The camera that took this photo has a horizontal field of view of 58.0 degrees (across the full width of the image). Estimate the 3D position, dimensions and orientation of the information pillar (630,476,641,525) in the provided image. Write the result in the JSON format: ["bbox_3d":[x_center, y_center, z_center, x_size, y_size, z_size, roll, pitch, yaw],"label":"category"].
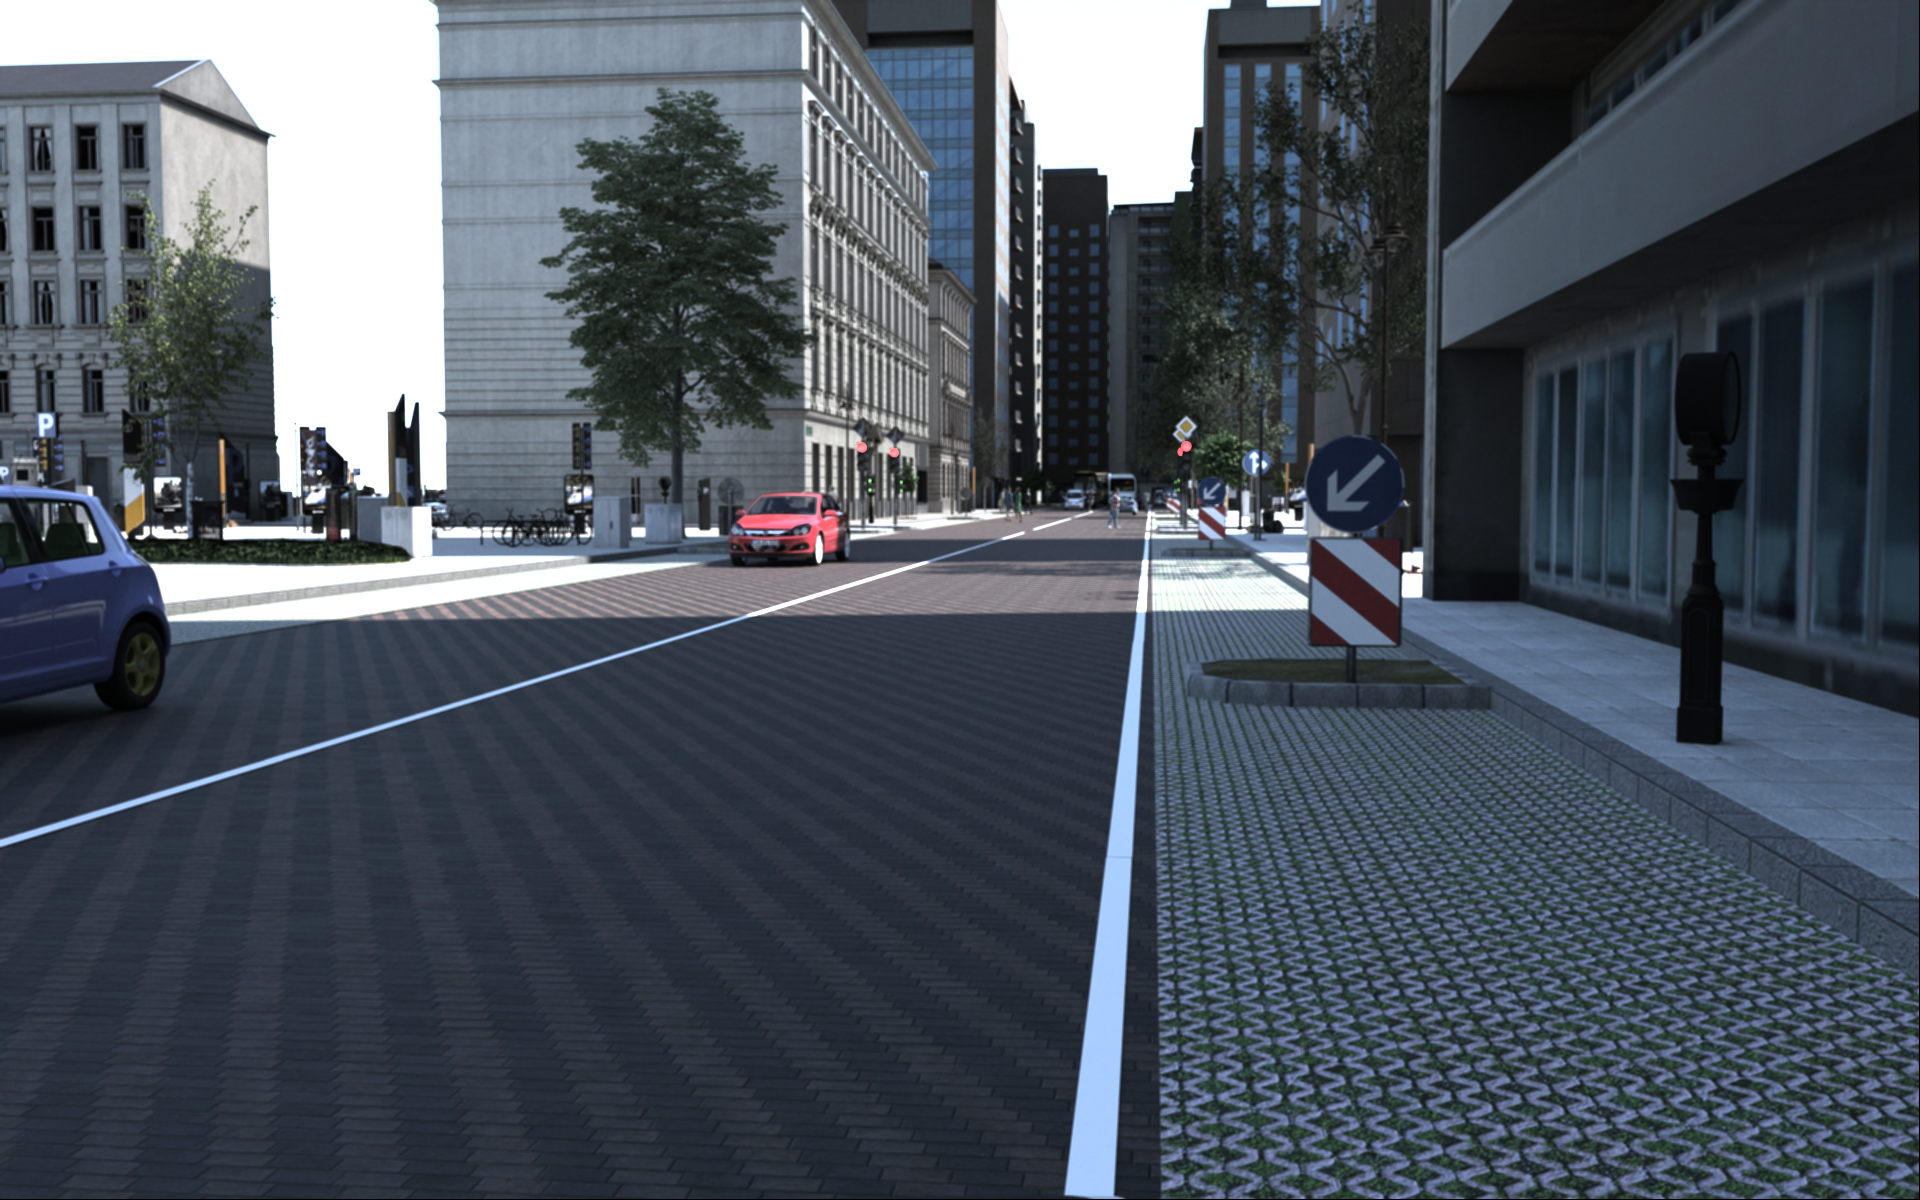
[{"bbox_3d":[-13.554,-4.149,72.328,0.304,2.012,0.304,1,4,20],"label":"information pillar"}]

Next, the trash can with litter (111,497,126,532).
[{"bbox_3d":[-28.236,-2.899,58.790,1.055,1.170,0.624,1,4,12],"label":"trash can with litter"}]

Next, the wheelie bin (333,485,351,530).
[{"bbox_3d":[-22.382,-3.355,62.760,0.980,1.594,0.693,0,4,8],"label":"wheelie bin"}]

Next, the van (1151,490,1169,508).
[{"bbox_3d":[20.875,-10.561,179.681,2.013,2.044,4.112,0,4,5],"label":"van"}]

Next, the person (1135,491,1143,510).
[{"bbox_3d":[15.893,-8.799,153.046,1.217,1.739,0.721,-2,4,-32],"label":"person"}]

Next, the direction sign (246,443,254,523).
[{"bbox_3d":[-31.574,-5.190,76.854,0.379,3.537,0.876,-2,4,-26],"label":"direction sign"}]

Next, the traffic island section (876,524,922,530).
[{"bbox_3d":[-2.682,-3.002,71.368,2.009,0.180,2.903,0,4,6],"label":"traffic island section"}]

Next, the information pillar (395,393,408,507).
[{"bbox_3d":[-12.883,-2.973,39.958,0.183,3.616,0.504,0,4,3],"label":"information pillar"}]

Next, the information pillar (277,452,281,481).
[{"bbox_3d":[-35.167,-5.989,89.281,0.504,3.616,0.183,3,5,40],"label":"information pillar"}]

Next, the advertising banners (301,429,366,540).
[{"bbox_3d":[-16.836,-3.079,46.533,2.074,3.025,0.090,1,4,20],"label":"advertising banners"}]

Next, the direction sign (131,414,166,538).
[{"bbox_3d":[-23.124,-3.511,49.400,0.876,3.537,0.379,-2,4,-32],"label":"direction sign"}]

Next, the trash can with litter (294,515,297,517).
[{"bbox_3d":[-37.896,-5.271,97.246,2.233,1.210,1.678,0,4,6],"label":"trash can with litter"}]

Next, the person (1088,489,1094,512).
[{"bbox_3d":[10.549,-8.020,139.597,0.573,1.828,0.580,-1,4,-16],"label":"person"}]

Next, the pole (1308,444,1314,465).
[{"bbox_3d":[14.234,-4.676,70.292,0.158,3.312,0.155,0,3,0],"label":"pole"}]

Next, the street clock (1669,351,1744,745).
[{"bbox_3d":[3.830,-0.265,8.910,0.358,2.002,0.471,2,4,35],"label":"street clock"}]

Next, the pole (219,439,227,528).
[{"bbox_3d":[-27.569,-4.336,64.744,0.158,3.312,0.155,0,3,0],"label":"pole"}]

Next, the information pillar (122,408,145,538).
[{"bbox_3d":[-22.480,-3.408,47.082,0.504,3.616,0.183,-1,4,-12],"label":"information pillar"}]

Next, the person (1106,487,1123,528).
[{"bbox_3d":[6.514,-3.889,72.930,0.643,1.720,0.563,1,4,17],"label":"person"}]

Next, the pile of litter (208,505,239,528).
[{"bbox_3d":[-28.095,-3.196,66.215,1.176,0.858,1.719,1,4,12],"label":"pile of litter"}]

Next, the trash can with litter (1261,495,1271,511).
[{"bbox_3d":[24.145,-7.532,134.208,1.678,1.210,2.233,-3,5,-39],"label":"trash can with litter"}]

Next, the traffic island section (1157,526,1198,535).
[{"bbox_3d":[8.112,-2.438,62.142,2.009,0.180,2.903,0,4,6],"label":"traffic island section"}]

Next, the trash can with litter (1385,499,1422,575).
[{"bbox_3d":[7.366,-1.015,27.645,2.233,1.210,1.678,1,4,16],"label":"trash can with litter"}]

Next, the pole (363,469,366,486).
[{"bbox_3d":[-47.997,-8.921,139.708,0.158,3.312,0.155,0,3,0],"label":"pole"}]

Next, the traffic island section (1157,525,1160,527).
[{"bbox_3d":[8.988,-2.923,70.079,2.009,0.180,2.903,0,4,6],"label":"traffic island section"}]

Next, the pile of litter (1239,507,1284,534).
[{"bbox_3d":[9.883,-2.611,56.649,1.719,0.858,1.176,-1,4,-17],"label":"pile of litter"}]

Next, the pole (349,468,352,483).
[{"bbox_3d":[-47.773,-8.678,135.721,0.158,3.312,0.155,0,3,0],"label":"pole"}]

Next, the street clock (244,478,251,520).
[{"bbox_3d":[-33.059,-4.630,80.273,0.358,2.002,0.471,0,4,4],"label":"street clock"}]

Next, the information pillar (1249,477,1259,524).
[{"bbox_3d":[12.711,-4.305,74.882,0.304,2.012,0.304,-1,4,-11],"label":"information pillar"}]

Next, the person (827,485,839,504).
[{"bbox_3d":[-4.987,-3.532,66.643,0.834,1.777,0.661,3,4,36],"label":"person"}]

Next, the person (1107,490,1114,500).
[{"bbox_3d":[13.759,-8.995,155.559,0.705,1.826,1.348,-3,4,-37],"label":"person"}]

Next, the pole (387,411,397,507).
[{"bbox_3d":[-13.921,-2.974,42.474,0.158,3.312,0.155,0,3,0],"label":"pole"}]

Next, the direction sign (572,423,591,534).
[{"bbox_3d":[-12.028,-3.863,55.156,0.876,3.537,0.379,3,4,38],"label":"direction sign"}]

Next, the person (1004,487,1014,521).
[{"bbox_3d":[2.533,-5.095,91.834,0.581,1.822,0.654,3,5,44],"label":"person"}]

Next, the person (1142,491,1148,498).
[{"bbox_3d":[23.139,-12.628,214.972,1.348,1.824,0.705,-3,5,-41],"label":"person"}]

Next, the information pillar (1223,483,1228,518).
[{"bbox_3d":[14.406,-6.283,94.078,0.183,3.616,0.504,-1,4,-21],"label":"information pillar"}]

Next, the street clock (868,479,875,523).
[{"bbox_3d":[-3.893,-4.366,75.960,0.358,2.002,0.471,0,4,8],"label":"street clock"}]

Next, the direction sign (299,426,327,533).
[{"bbox_3d":[-21.565,-4.025,57.805,0.876,3.537,0.379,-2,4,-33],"label":"direction sign"}]

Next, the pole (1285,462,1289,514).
[{"bbox_3d":[21.042,-7.194,111.458,0.158,3.312,0.155,0,3,0],"label":"pole"}]

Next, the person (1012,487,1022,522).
[{"bbox_3d":[2.970,-4.849,88.029,0.529,1.795,0.600,-2,4,-26],"label":"person"}]

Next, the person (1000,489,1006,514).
[{"bbox_3d":[3.000,-6.872,120.960,0.391,1.810,0.635,-2,4,-29],"label":"person"}]

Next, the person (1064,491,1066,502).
[{"bbox_3d":[12.663,-12.231,208.488,1.348,1.823,0.705,3,4,39],"label":"person"}]

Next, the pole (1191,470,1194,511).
[{"bbox_3d":[17.895,-8.540,133.477,0.158,3.312,0.155,0,3,0],"label":"pole"}]

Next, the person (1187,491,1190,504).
[{"bbox_3d":[29.667,-13.302,225.624,0.705,1.869,1.348,3,5,43],"label":"person"}]

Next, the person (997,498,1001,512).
[{"bbox_3d":[2.866,-6.854,125.584,0.382,1.210,0.505,-3,5,-44],"label":"person"}]

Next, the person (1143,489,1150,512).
[{"bbox_3d":[15.214,-8.122,141.386,0.635,1.810,0.391,-2,4,-35],"label":"person"}]

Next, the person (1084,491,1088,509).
[{"bbox_3d":[12.104,-9.823,169.644,0.750,1.759,0.617,-1,4,-9],"label":"person"}]

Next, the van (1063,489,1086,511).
[{"bbox_3d":[9.908,-8.731,149.755,2.013,2.044,4.112,0,4,6],"label":"van"}]

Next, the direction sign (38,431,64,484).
[{"bbox_3d":[-32.662,-4.298,62.267,0.379,3.537,0.876,2,4,35],"label":"direction sign"}]

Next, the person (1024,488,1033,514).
[{"bbox_3d":[4.858,-6.985,122.478,0.659,1.850,0.755,-2,4,-33],"label":"person"}]

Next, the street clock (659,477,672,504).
[{"bbox_3d":[-12.191,-4.104,71.665,0.471,2.002,0.358,1,4,20],"label":"street clock"}]

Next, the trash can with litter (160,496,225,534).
[{"bbox_3d":[-24.971,-2.763,56.240,2.233,1.210,1.678,1,4,23],"label":"trash can with litter"}]

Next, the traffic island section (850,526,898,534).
[{"bbox_3d":[-3.558,-2.517,63.431,2.009,0.180,2.903,0,4,6],"label":"traffic island section"}]

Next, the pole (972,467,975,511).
[{"bbox_3d":[1.020,-8.341,130.220,0.158,3.312,0.155,0,3,0],"label":"pole"}]
